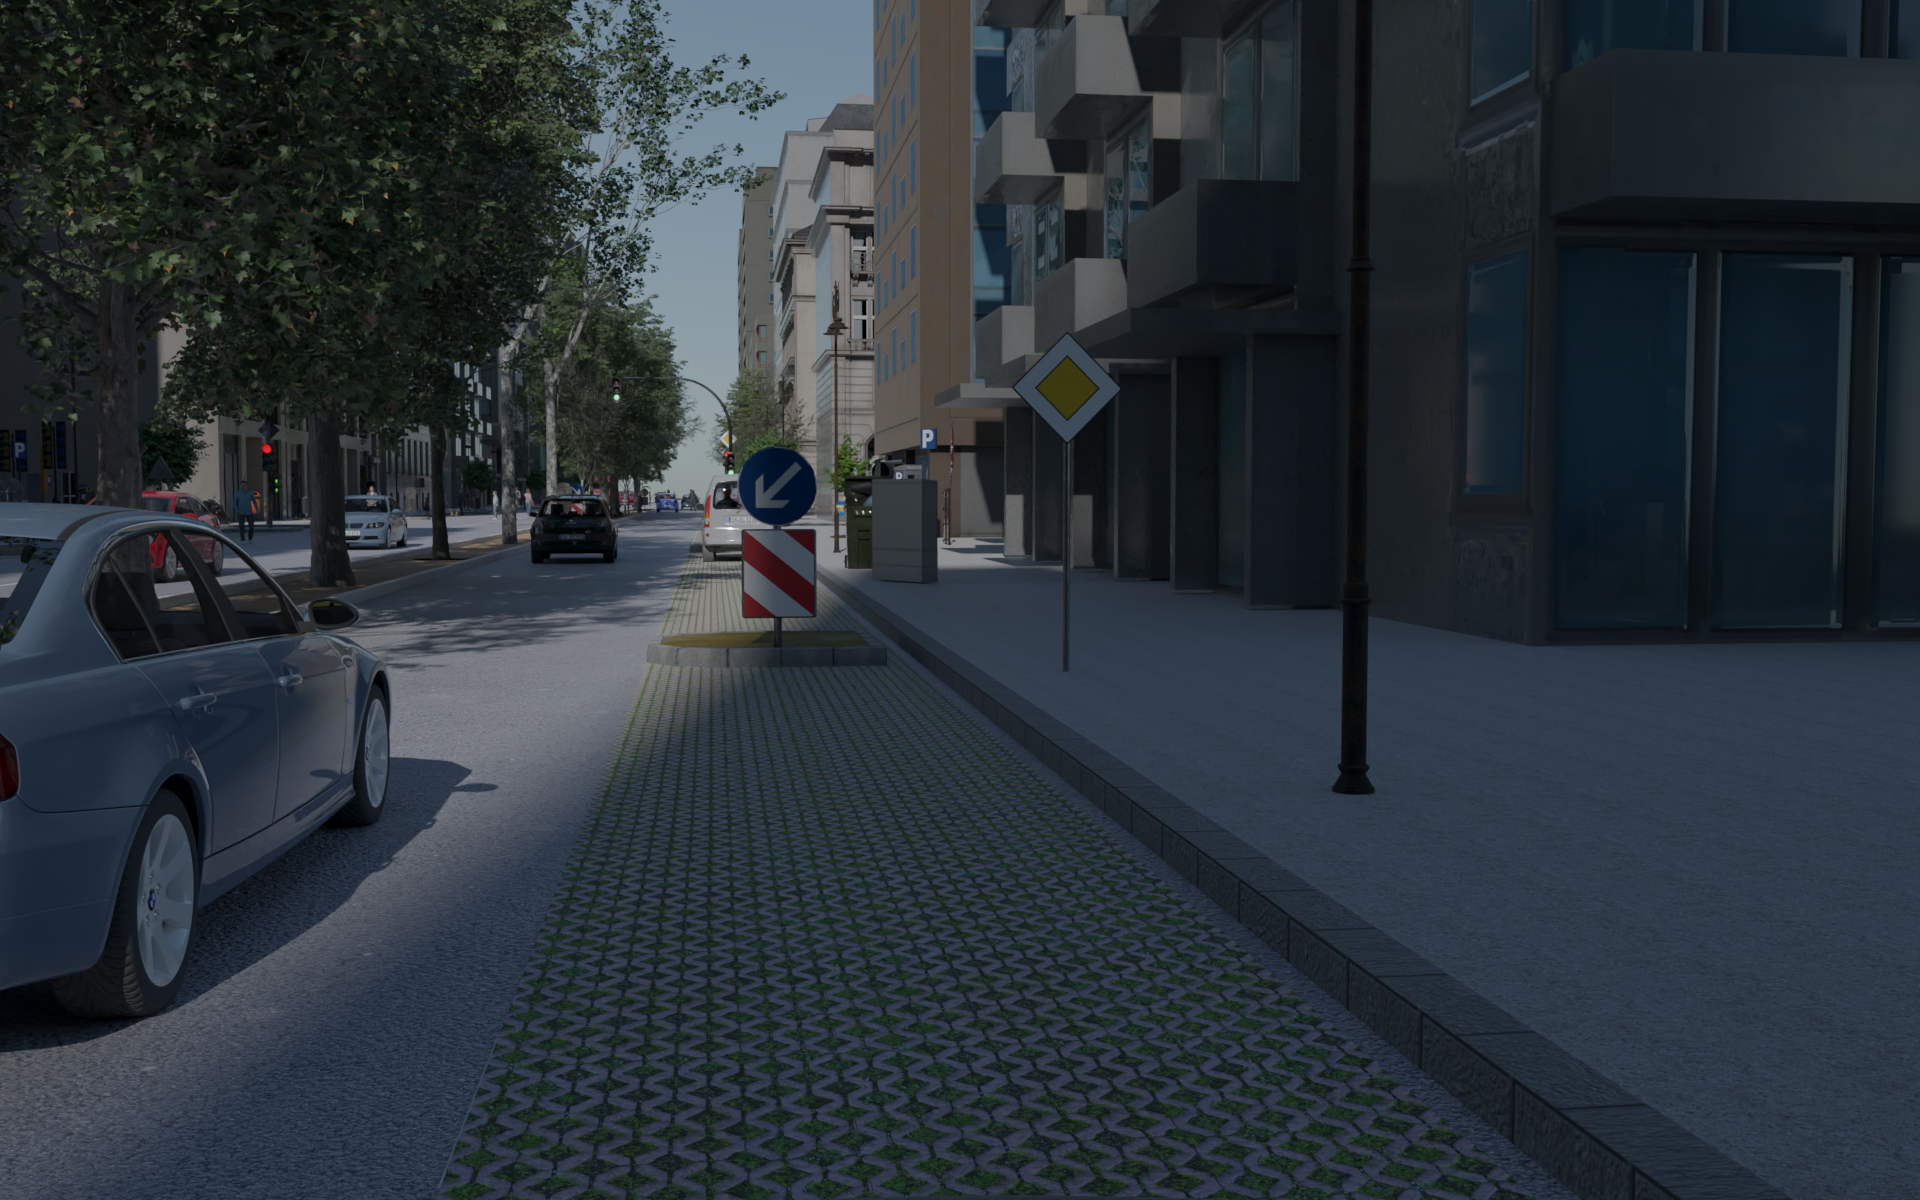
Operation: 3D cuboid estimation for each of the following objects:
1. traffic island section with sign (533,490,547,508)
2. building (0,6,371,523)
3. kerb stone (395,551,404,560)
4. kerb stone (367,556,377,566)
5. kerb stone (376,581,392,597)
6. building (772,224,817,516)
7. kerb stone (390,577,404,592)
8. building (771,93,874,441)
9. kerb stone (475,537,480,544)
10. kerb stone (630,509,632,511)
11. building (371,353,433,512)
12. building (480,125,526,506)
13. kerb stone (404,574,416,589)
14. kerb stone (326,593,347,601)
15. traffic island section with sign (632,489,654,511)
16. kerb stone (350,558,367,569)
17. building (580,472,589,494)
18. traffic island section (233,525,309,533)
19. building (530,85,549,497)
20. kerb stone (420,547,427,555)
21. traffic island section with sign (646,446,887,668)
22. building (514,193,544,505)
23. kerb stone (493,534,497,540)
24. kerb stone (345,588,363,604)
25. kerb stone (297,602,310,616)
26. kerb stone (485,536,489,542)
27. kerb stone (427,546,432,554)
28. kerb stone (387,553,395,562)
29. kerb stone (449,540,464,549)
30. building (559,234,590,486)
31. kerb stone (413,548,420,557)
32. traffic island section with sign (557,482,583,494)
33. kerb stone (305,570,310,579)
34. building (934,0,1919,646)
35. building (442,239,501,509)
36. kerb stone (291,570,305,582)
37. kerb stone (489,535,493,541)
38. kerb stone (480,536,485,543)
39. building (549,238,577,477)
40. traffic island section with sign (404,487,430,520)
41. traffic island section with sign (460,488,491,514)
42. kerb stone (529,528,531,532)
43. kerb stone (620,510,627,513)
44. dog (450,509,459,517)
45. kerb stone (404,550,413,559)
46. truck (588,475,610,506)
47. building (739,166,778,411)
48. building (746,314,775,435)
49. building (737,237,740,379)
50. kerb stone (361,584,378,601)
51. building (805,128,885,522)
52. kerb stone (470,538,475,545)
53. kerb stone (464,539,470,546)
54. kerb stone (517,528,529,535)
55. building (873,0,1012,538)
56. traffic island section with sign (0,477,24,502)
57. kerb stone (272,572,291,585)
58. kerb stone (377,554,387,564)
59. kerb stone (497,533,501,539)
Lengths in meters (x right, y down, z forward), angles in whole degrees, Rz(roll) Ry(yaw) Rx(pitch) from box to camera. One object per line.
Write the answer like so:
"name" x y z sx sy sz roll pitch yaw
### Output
"traffic island section with sign" -41.362 -9.999 172.105 1.989 1.847 2.006 -1 4 -8
"building" -43.951 -17.441 89.682 19.350 26.468 34.151 -1 4 -8
"kerb stone" -12.197 -0.921 37.359 0.120 0.150 1.000 -1 4 -8
"kerb stone" -11.762 -0.741 34.308 0.120 0.150 1.000 -1 4 -8
"kerb stone" -8.229 -0.140 24.488 0.120 0.150 1.000 -1 4 -8
"building" -6.515 -15.147 112.274 10.561 19.102 19.286 -1 4 -8
"kerb stone" -8.375 -0.202 25.503 0.120 0.150 1.000 -1 4 -8
"building" -8.712 -21.953 136.417 11.434 29.767 29.804 -1 4 -8
"kerb stone" -13.942 -1.673 49.552 0.120 0.150 1.000 -1 4 -8
"kerb stone" -27.548 -7.478 144.467 0.120 0.150 1.000 -1 4 -8
"building" -46.551 -17.646 121.789 16.112 22.955 30.059 -1 4 -8
"building" -62.738 -36.666 188.727 28.713 52.752 27.495 -1 4 -8
"kerb stone" -8.522 -0.262 26.529 0.120 0.150 1.000 -1 4 -8
"kerb stone" -7.792 0.047 21.434 0.120 0.150 1.000 -1 4 -8
"traffic island section with sign" -27.145 -8.611 148.918 2.006 1.907 1.989 -1 4 -8
"kerb stone" -11.608 -0.677 33.291 0.120 0.150 1.000 -1 4 -8
"building" -68.332 -31.232 282.347 14.160 30.474 14.107 -1 4 -8
"traffic island section" -26.070 -2.640 65.449 2.009 0.180 2.903 -1 4 -8
"building" -68.468 -56.931 243.485 22.319 86.520 31.000 -1 4 -8
"kerb stone" -12.639 -1.113 40.410 0.120 0.150 1.000 -1 4 -8
"traffic island section with sign" -1.728 -0.400 15.160 1.989 1.847 2.006 -1 4 -8
"building" -58.625 -32.235 210.629 14.154 41.232 14.086 -1 4 -8
"kerb stone" -14.525 -1.920 53.605 0.120 0.150 1.000 -1 4 -8
"kerb stone" -7.941 -0.016 22.450 0.120 0.150 1.000 -1 4 -8
"kerb stone" -7.640 0.109 20.414 0.120 0.150 1.000 -1 4 -8
"kerb stone" -14.240 -1.797 51.580 0.120 0.150 1.000 -1 4 -8
"kerb stone" -12.778 -1.176 41.429 0.120 0.150 1.000 -1 4 -8
"kerb stone" -12.057 -0.865 36.346 0.120 0.150 1.000 -1 4 -8
"kerb stone" -13.510 -1.482 46.509 0.120 0.150 1.000 -1 4 -8
"building" -70.915 -39.492 295.796 14.600 45.320 14.200 -1 4 -8
"kerb stone" -12.487 -1.052 39.394 0.120 0.150 1.000 -1 4 -8
"traffic island section with sign" -16.478 -4.061 74.538 2.006 1.907 1.989 -1 4 -8
"kerb stone" -11.036 -0.419 29.237 0.120 0.150 1.000 -1 4 -8
"building" 12.421 -24.929 27.196 23.786 49.044 30.456 -1 4 -8
"building" -55.939 -33.035 159.733 23.786 49.044 30.456 -1 4 -8
"kerb stone" -10.895 -0.368 28.223 0.120 0.150 1.000 -1 4 -8
"kerb stone" -14.387 -1.859 52.592 0.120 0.150 1.000 -1 4 -8
"kerb stone" -14.084 -1.735 50.570 0.120 0.150 1.000 -1 4 -8
"building" -66.820 -35.743 267.987 14.154 41.232 14.086 -1 4 -8
"traffic island section with sign" -30.450 -5.338 95.902 1.989 1.847 2.006 -1 4 -8
"traffic island section with sign" -34.276 -6.970 122.585 1.989 1.847 2.006 -1 4 -8
"kerb stone" -15.983 -2.537 63.755 0.120 0.150 1.000 -1 4 -8
"kerb stone" -26.087 -6.858 134.316 0.120 0.150 1.000 -1 4 -8
"dog" -31.096 -5.336 106.530 0.540 0.507 0.406 -1 4 -19
"kerb stone" -12.333 -0.990 38.378 0.120 0.150 1.000 -1 4 -8
"truck" -43.330 -13.475 209.236 2.839 4.237 11.283 -1 4 -10
"building" -20.759 -38.480 252.854 21.300 48.544 21.600 -1 4 -8
"building" -11.875 -22.411 211.463 27.650 21.520 28.899 -1 4 -8
"building" -27.353 -41.297 298.911 21.300 48.544 21.600 -1 4 -8
"kerb stone" -8.087 -0.077 23.475 0.120 0.150 1.000 -1 4 -8
"building" 4.741 -14.931 85.914 24.055 21.916 13.314 -1 4 -8
"kerb stone" -13.805 -1.607 48.538 0.120 0.150 1.000 -1 4 -8
"kerb stone" -13.654 -1.547 47.520 0.120 0.150 1.000 -1 4 -8
"kerb stone" -15.835 -2.480 62.739 0.120 0.150 1.000 -1 4 -8
"building" 4.676 -24.875 56.818 14.600 45.320 14.200 -1 4 -8
"traffic island section with sign" -22.538 -1.964 40.733 1.989 1.847 2.006 -1 4 -8
"kerb stone" -10.744 -0.307 27.212 0.120 0.150 1.000 -1 4 -8
"kerb stone" -11.899 -0.803 35.327 0.120 0.150 1.000 -1 4 -8
"kerb stone" -14.665 -1.983 54.618 0.120 0.150 1.000 -1 4 -8
